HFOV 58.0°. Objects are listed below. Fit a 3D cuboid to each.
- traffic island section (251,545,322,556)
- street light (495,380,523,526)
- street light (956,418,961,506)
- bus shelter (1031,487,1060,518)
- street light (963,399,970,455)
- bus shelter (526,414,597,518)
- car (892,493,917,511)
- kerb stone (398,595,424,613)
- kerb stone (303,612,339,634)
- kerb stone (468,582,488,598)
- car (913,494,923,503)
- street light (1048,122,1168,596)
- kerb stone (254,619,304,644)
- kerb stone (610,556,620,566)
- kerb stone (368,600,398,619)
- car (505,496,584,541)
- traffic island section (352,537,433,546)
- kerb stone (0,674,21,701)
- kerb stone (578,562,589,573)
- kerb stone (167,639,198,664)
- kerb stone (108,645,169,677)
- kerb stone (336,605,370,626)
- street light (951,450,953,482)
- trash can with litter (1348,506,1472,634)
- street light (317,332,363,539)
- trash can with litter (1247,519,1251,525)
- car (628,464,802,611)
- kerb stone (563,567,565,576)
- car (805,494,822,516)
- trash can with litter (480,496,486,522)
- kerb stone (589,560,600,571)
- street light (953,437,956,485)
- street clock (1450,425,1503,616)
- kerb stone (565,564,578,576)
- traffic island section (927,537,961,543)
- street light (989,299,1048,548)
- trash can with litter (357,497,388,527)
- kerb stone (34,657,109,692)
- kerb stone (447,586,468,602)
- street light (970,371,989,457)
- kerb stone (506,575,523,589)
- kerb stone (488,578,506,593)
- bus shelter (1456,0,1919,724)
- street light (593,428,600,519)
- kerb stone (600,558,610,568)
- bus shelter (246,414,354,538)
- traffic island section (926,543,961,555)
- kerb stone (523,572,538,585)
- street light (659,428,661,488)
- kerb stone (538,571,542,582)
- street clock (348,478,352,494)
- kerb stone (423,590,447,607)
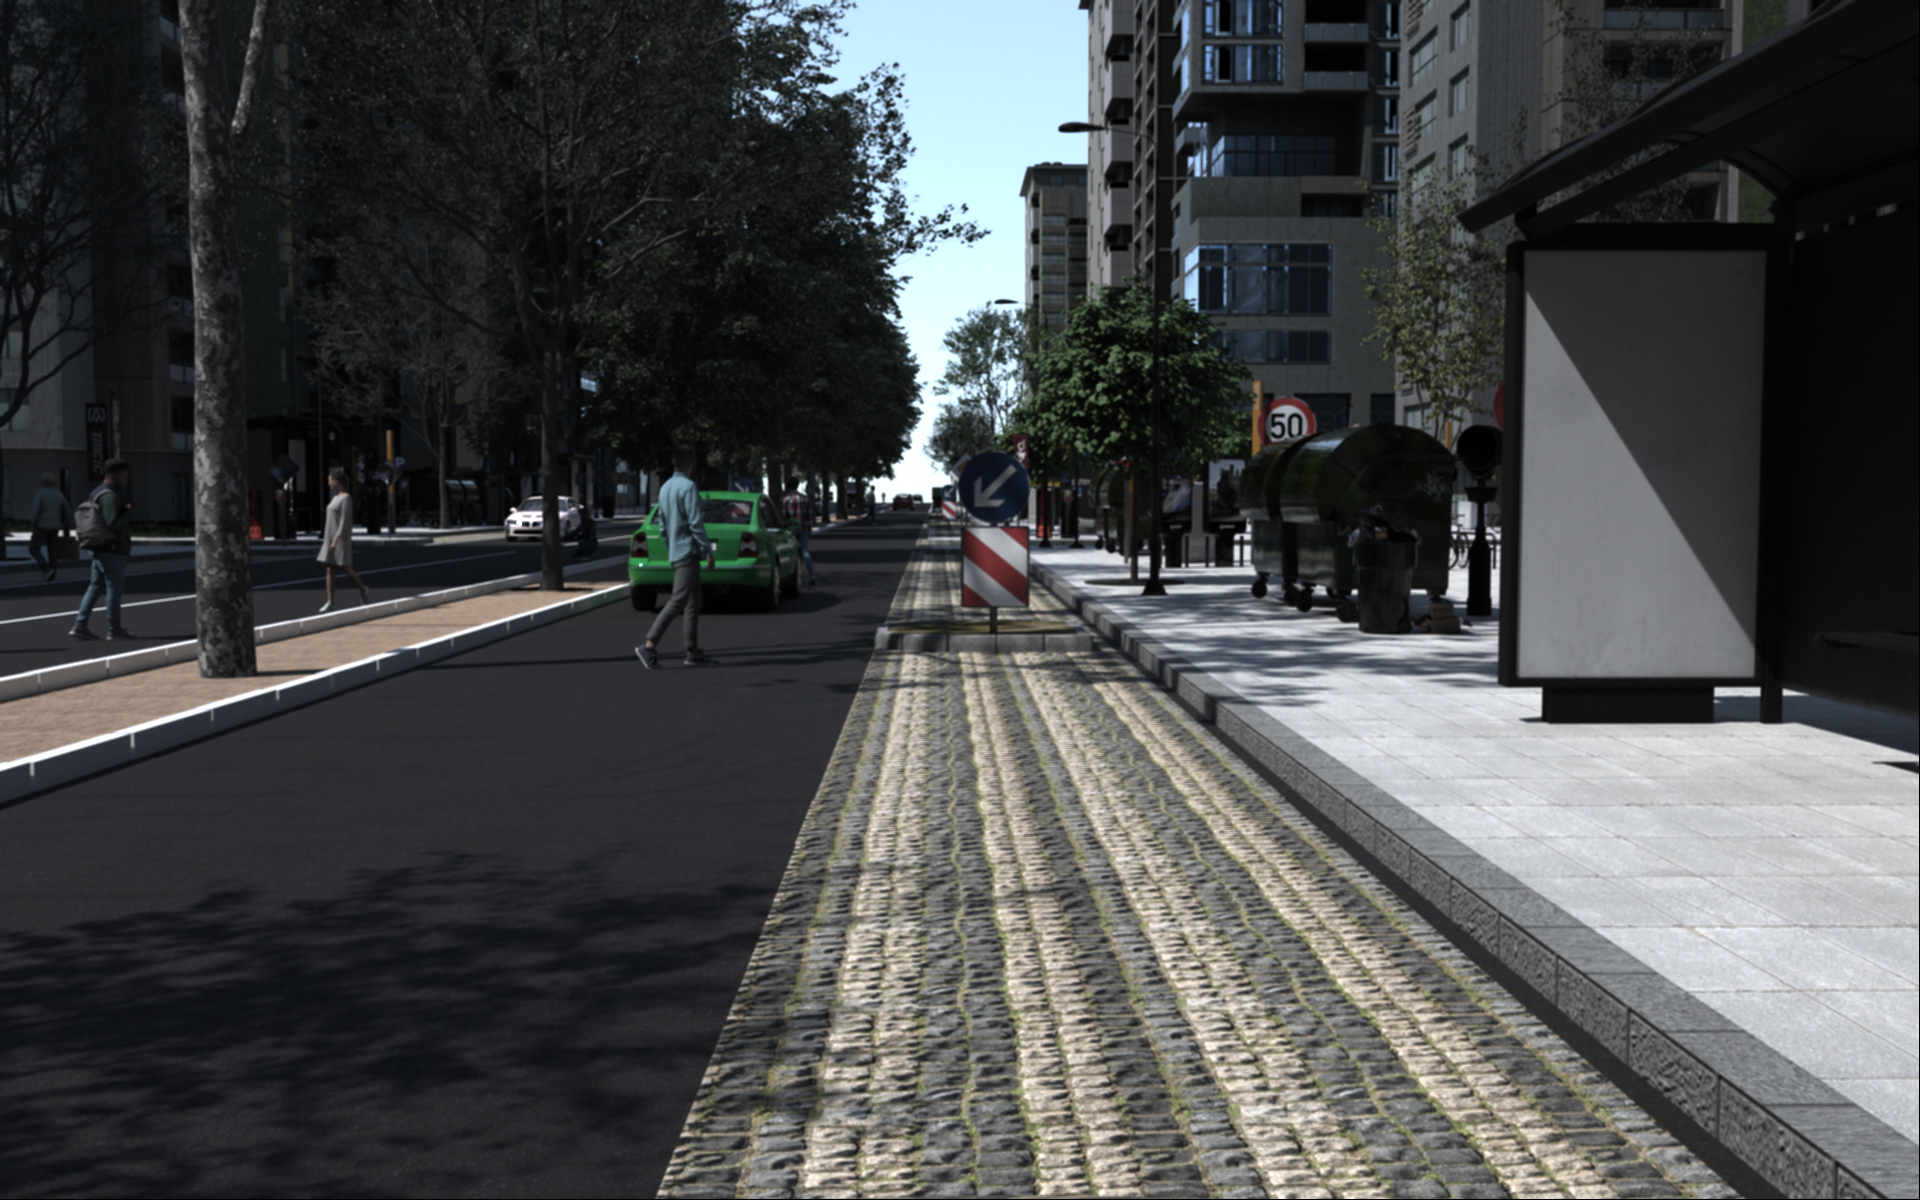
[{"bbox_3d":[-16.209,-1.177,41.521,2.009,0.180,2.903,0,4,-1],"label":"traffic island section"},{"bbox_3d":[-17.990,-5.938,69.633,1.470,5.913,1.316,0,4,-1],"label":"street light"},{"bbox_3d":[0.643,-8.067,104.431,1.470,5.913,1.316,0,4,-1],"label":"street light"},{"bbox_3d":[4.278,-6.299,80.620,2.179,5.291,8.768,0,4,-1],"label":"bus shelter"},{"bbox_3d":[1.004,-6.874,84.925,1.470,5.913,1.316,0,4,-1],"label":"street light"},{"bbox_3d":[-20.754,-6.865,89.880,2.179,5.291,8.768,0,4,-1],"label":"bus shelter"},{"bbox_3d":[-4.830,-8.591,149.498,2.155,1.783,4.494,0,4,1],"label":"car"},{"bbox_3d":[-6.779,0.065,21.131,0.120,0.150,1.000,0,4,-1],"label":"kerb stone"},{"bbox_3d":[-6.735,0.257,18.057,0.120,0.150,1.000,0,4,-1],"label":"kerb stone"},{"bbox_3d":[-6.819,-0.123,24.209,0.120,0.150,1.000,0,4,-1],"label":"kerb stone"},{"bbox_3d":[-6.972,-16.732,282.356,1.959,1.807,4.718,0,4,-3],"label":"car"},{"bbox_3d":[1.925,-3.012,21.792,1.470,5.913,1.316,0,4,-1],"label":"street light"},{"bbox_3d":[-6.726,0.316,17.033,0.120,0.150,1.000,0,4,-1],"label":"kerb stone"},{"bbox_3d":[-6.958,-0.749,34.456,0.120,0.150,1.000,0,4,-1],"label":"kerb stone"},{"bbox_3d":[-6.770,0.128,20.103,0.120,0.150,1.000,0,4,-1],"label":"kerb stone"},{"bbox_3d":[-12.828,-2.542,53.928,2.083,1.381,4.827,0,4,-1],"label":"car"},{"bbox_3d":[-16.319,-1.665,49.505,2.009,0.180,2.903,0,4,-1],"label":"traffic island section"},{"bbox_3d":[-6.656,0.633,11.911,0.120,0.150,1.000,0,4,-1],"label":"kerb stone"},{"bbox_3d":[-6.924,-0.562,31.383,0.120,0.150,1.000,0,4,-1],"label":"kerb stone"},{"bbox_3d":[-6.693,0.443,14.978,0.120,0.150,1.000,0,4,-1],"label":"kerb stone"},{"bbox_3d":[-6.678,0.506,13.956,0.120,0.150,1.000,0,4,-1],"label":"kerb stone"},{"bbox_3d":[-6.754,0.191,19.079,0.120,0.150,1.000,0,4,-1],"label":"kerb stone"},{"bbox_3d":[0.252,-10.293,140.825,1.470,5.913,1.316,0,4,-1],"label":"street light"},{"bbox_3d":[4.162,-0.284,16.039,1.055,1.170,0.624,0,4,0],"label":"trash can with litter"},{"bbox_3d":[-17.758,-4.715,49.634,1.470,5.913,1.316,0,4,-1],"label":"street light"},{"bbox_3d":[11.988,-3.752,72.736,1.055,1.170,0.624,0,4,-4],"label":"trash can with litter"},{"bbox_3d":[-3.121,-0.849,22.683,1.959,1.807,4.718,0,4,1],"label":"car"},{"bbox_3d":[-6.897,-0.436,29.328,0.120,0.150,1.000,0,4,-1],"label":"kerb stone"},{"bbox_3d":[-10.128,-6.324,115.407,2.014,1.417,4.499,0,4,-1],"label":"car"},{"bbox_3d":[-21.957,-4.183,79.783,0.624,1.170,1.055,0,4,-5],"label":"trash can with litter"},{"bbox_3d":[-6.935,-0.622,32.406,0.120,0.150,1.000,0,4,-1],"label":"kerb stone"},{"bbox_3d":[0.450,-9.260,123.940,1.470,5.913,1.316,0,4,-1],"label":"street light"},{"bbox_3d":[5.489,-0.837,18.257,0.358,2.002,0.471,-3,5,-45],"label":"street clock"},{"bbox_3d":[-6.912,-0.499,30.358,0.120,0.150,1.000,0,4,-1],"label":"kerb stone"},{"bbox_3d":[0.071,-1.679,49.725,2.009,0.180,2.903,0,4,-1],"label":"traffic island section"},{"bbox_3d":[1.512,-4.211,41.391,1.470,5.913,1.316,0,4,-1],"label":"street light"},{"bbox_3d":[-23.101,-3.469,68.112,1.055,1.170,0.624,-3,5,-44],"label":"trash can with litter"},{"bbox_3d":[-6.673,0.566,12.934,0.120,0.150,1.000,0,4,-1],"label":"kerb stone"},{"bbox_3d":[-6.810,-0.060,23.178,0.120,0.150,1.000,0,4,-1],"label":"kerb stone"},{"bbox_3d":[1.228,-5.680,65.416,1.470,5.913,1.316,0,4,-1],"label":"street light"},{"bbox_3d":[-6.850,-0.248,26.253,0.120,0.150,1.000,0,4,-1],"label":"kerb stone"},{"bbox_3d":[-6.836,-0.186,25.231,0.120,0.150,1.000,0,4,-1],"label":"kerb stone"},{"bbox_3d":[3.845,-0.808,7.130,2.014,3.302,5.546,0,4,-1],"label":"bus shelter"},{"bbox_3d":[-18.384,-7.182,89.963,1.470,5.913,1.316,0,4,-1],"label":"street light"},{"bbox_3d":[-6.953,-0.686,33.429,0.120,0.150,1.000,0,4,-1],"label":"kerb stone"},{"bbox_3d":[-20.811,-3.846,54.164,1.731,3.624,6.357,0,4,-1],"label":"bus shelter"},{"bbox_3d":[0.180,-1.190,41.740,2.009,0.180,2.903,0,4,-1],"label":"traffic island section"},{"bbox_3d":[-6.866,-0.311,27.279,0.120,0.150,1.000,0,4,-1],"label":"kerb stone"},{"bbox_3d":[-18.578,-8.433,110.425,1.470,5.913,1.316,0,4,-1],"label":"street light"},{"bbox_3d":[-6.878,-0.373,28.301,0.120,0.150,1.000,0,4,-1],"label":"kerb stone"},{"bbox_3d":[-27.663,-4.528,78.610,0.358,2.002,0.471,-1,4,-8],"label":"street clock"},{"bbox_3d":[-6.800,0.003,22.153,0.120,0.150,1.000,0,4,-1],"label":"kerb stone"}]
